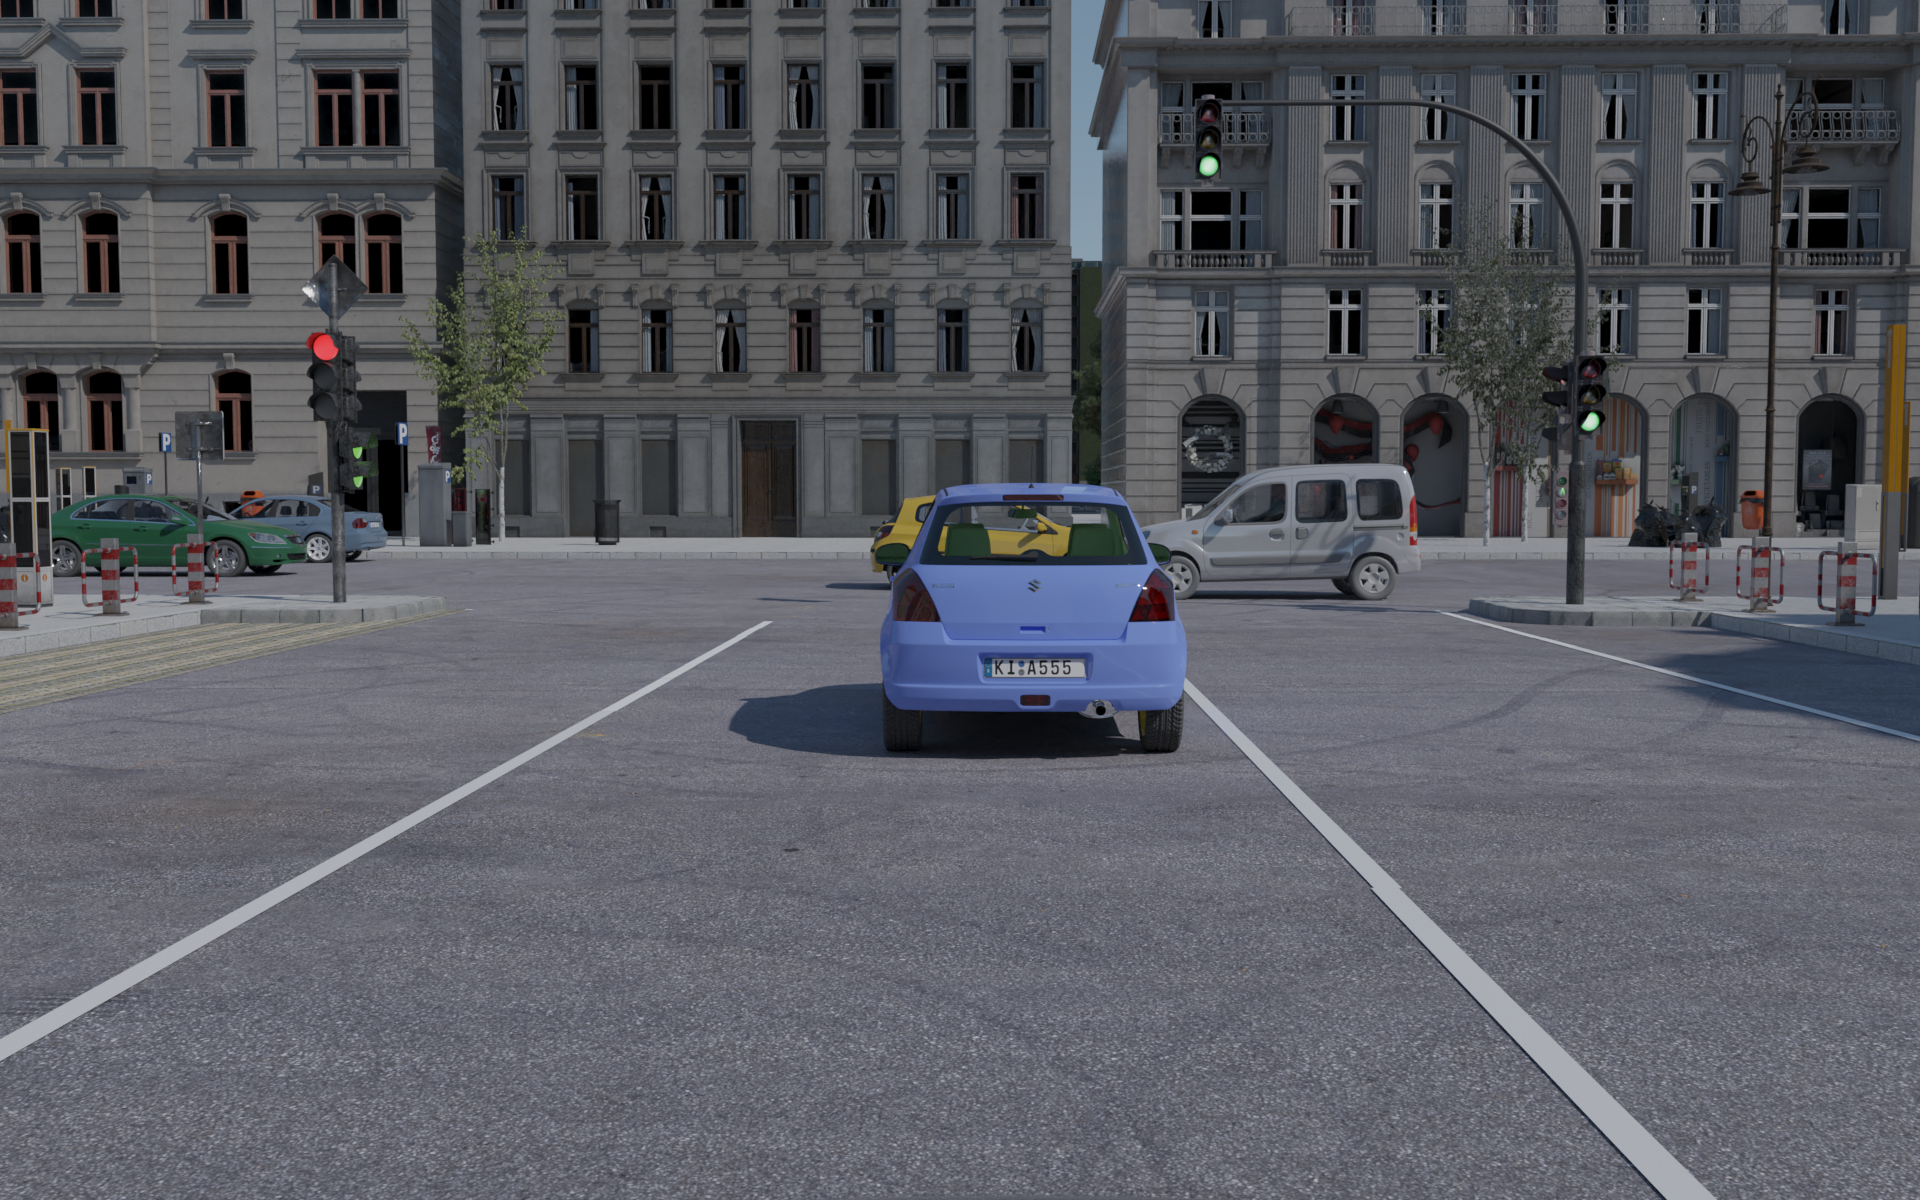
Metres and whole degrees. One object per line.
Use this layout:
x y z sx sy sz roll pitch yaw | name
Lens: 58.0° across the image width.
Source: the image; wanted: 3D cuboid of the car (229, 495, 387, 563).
-14.512 -1.511 36.701 4.499 1.417 2.014 0 4 2 | car

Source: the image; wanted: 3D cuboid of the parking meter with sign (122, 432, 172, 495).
-23.365 -3.240 49.227 1.738 3.016 0.543 0 4 3 | parking meter with sign

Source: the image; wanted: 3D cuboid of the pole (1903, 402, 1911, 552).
20.902 -2.721 38.326 0.158 3.312 0.155 0 3 0 | pole

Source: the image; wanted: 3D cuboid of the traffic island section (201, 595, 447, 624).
-7.361 0.108 20.507 2.009 0.180 2.903 0 4 1 | traffic island section

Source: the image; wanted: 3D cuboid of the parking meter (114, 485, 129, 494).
-23.381 -2.443 48.347 0.372 1.533 0.369 0 3 0 | parking meter

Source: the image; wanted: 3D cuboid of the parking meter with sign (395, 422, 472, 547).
-12.787 -2.808 42.164 1.738 3.016 0.543 0 4 7 | parking meter with sign

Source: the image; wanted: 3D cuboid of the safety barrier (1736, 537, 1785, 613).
8.667 -0.275 18.773 0.300 0.817 1.120 0 4 1 | safety barrier

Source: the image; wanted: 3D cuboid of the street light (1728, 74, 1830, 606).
9.226 -2.868 19.678 0.468 5.910 1.993 0 4 1 | street light

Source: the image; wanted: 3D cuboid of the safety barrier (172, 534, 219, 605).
-8.886 -0.359 20.142 0.300 0.817 1.120 0 4 1 | safety barrier

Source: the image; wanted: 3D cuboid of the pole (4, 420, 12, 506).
-26.184 -3.297 47.744 0.158 3.312 0.155 0 3 0 | pole

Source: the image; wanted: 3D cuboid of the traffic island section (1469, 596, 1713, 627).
7.177 0.127 20.199 2.009 0.180 2.903 0 4 1 | traffic island section

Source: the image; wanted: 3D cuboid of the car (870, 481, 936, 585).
0.626 -0.989 26.389 3.980 1.641 2.015 0 4 3 | car

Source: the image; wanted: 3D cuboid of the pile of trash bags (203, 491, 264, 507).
-19.355 -2.102 44.125 3.447 1.369 1.912 0 4 4 | pile of trash bags

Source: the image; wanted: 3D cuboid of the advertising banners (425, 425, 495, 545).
-12.718 -2.924 43.989 2.074 3.025 0.090 1 4 23 | advertising banners

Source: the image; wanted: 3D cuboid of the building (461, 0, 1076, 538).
-5.519 -12.573 54.714 18.267 20.994 9.793 0 4 1 | building

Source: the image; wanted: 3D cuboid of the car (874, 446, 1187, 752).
0.408 -0.082 10.940 1.945 1.707 3.694 0 4 0 | car

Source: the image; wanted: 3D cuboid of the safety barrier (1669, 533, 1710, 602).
8.706 -0.392 20.689 0.300 0.817 1.120 0 4 1 | safety barrier

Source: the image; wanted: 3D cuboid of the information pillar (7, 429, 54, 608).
-10.508 -0.923 19.585 0.304 2.012 0.304 0 4 6 | information pillar

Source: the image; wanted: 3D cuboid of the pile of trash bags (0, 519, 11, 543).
-25.864 -2.146 44.840 3.447 1.369 1.912 0 4 3 | pile of trash bags

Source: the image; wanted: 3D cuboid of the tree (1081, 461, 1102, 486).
11.931 -10.025 147.617 4.285 4.588 4.351 0 3 0 | tree

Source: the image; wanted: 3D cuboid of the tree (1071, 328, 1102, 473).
11.466 -13.029 120.443 7.806 13.903 7.818 0 3 0 | tree

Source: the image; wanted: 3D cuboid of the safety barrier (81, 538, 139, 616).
-8.932 -0.241 18.213 0.300 0.817 1.120 0 4 1 | safety barrier

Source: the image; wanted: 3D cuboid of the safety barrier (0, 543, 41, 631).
-8.968 -0.123 16.294 0.300 0.817 1.120 0 4 1 | safety barrier

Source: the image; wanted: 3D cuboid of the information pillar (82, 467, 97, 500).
-23.274 -2.558 46.321 0.304 2.012 0.304 -3 4 -36 | information pillar

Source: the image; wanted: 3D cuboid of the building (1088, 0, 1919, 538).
16.482 -13.077 55.617 24.055 21.916 13.314 0 4 1 | building

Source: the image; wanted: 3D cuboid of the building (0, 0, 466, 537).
-26.379 -16.495 57.091 23.554 28.519 14.401 0 4 1 | building

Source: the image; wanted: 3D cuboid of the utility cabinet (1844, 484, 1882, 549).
20.966 -1.913 39.959 1.173 1.500 0.318 -2 4 -24 | utility cabinet

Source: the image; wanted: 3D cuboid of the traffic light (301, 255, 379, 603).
-7.321 -1.924 20.372 0.839 4.253 0.868 0 4 1 | traffic light

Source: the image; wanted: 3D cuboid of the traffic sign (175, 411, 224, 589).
-9.398 -1.180 21.423 0.606 2.300 0.079 0 4 3 | traffic sign

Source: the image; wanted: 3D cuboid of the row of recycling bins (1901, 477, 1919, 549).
23.850 -2.042 40.502 3.534 1.692 1.069 1 4 11 | row of recycling bins

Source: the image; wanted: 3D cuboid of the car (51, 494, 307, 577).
-14.071 -1.152 30.629 4.920 1.459 2.131 0 4 0 | car

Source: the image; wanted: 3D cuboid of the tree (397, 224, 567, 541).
-12.673 -5.904 46.894 4.737 8.622 4.395 0 3 0 | tree

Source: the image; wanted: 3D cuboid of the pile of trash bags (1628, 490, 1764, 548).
17.754 -1.941 41.490 1.912 1.369 3.447 -2 4 -31 | pile of trash bags

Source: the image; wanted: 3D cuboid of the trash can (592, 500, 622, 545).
-8.858 -1.947 43.486 0.748 1.137 0.748 0 3 0 | trash can

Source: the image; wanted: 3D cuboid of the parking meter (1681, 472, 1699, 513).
19.381 -2.466 46.024 0.399 1.863 0.255 -2 4 -25 | parking meter

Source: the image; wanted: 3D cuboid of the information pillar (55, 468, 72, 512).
-25.050 -2.687 48.422 0.304 2.012 0.304 2 4 34 | information pillar

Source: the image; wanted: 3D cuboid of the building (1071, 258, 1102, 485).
12.499 -27.131 215.293 14.107 30.474 14.160 0 4 1 | building

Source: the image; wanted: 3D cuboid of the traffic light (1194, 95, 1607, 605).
5.044 -2.772 19.988 4.771 5.953 1.251 0 4 1 | traffic light

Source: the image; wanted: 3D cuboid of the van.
4.242 -1.043 24.063 4.112 2.044 2.013 0 4 2 | van

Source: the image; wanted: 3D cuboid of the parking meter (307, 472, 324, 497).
-16.681 -2.393 44.839 0.399 1.863 0.255 -2 4 -23 | parking meter

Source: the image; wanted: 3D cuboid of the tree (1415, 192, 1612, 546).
12.965 -5.613 42.141 4.360 8.622 3.978 0 3 0 | tree

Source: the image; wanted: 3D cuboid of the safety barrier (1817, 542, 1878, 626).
8.626 -0.158 16.854 0.300 0.817 1.120 0 4 1 | safety barrier

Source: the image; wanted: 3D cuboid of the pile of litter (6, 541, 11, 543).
-21.898 -1.670 41.274 1.719 0.858 1.176 -1 4 -15 | pile of litter

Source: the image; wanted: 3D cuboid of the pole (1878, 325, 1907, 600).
11.294 -1.660 20.989 0.158 3.312 0.155 0 3 0 | pole

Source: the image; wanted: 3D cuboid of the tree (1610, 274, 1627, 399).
15.477 -5.882 46.533 4.360 8.622 3.978 0 3 0 | tree
